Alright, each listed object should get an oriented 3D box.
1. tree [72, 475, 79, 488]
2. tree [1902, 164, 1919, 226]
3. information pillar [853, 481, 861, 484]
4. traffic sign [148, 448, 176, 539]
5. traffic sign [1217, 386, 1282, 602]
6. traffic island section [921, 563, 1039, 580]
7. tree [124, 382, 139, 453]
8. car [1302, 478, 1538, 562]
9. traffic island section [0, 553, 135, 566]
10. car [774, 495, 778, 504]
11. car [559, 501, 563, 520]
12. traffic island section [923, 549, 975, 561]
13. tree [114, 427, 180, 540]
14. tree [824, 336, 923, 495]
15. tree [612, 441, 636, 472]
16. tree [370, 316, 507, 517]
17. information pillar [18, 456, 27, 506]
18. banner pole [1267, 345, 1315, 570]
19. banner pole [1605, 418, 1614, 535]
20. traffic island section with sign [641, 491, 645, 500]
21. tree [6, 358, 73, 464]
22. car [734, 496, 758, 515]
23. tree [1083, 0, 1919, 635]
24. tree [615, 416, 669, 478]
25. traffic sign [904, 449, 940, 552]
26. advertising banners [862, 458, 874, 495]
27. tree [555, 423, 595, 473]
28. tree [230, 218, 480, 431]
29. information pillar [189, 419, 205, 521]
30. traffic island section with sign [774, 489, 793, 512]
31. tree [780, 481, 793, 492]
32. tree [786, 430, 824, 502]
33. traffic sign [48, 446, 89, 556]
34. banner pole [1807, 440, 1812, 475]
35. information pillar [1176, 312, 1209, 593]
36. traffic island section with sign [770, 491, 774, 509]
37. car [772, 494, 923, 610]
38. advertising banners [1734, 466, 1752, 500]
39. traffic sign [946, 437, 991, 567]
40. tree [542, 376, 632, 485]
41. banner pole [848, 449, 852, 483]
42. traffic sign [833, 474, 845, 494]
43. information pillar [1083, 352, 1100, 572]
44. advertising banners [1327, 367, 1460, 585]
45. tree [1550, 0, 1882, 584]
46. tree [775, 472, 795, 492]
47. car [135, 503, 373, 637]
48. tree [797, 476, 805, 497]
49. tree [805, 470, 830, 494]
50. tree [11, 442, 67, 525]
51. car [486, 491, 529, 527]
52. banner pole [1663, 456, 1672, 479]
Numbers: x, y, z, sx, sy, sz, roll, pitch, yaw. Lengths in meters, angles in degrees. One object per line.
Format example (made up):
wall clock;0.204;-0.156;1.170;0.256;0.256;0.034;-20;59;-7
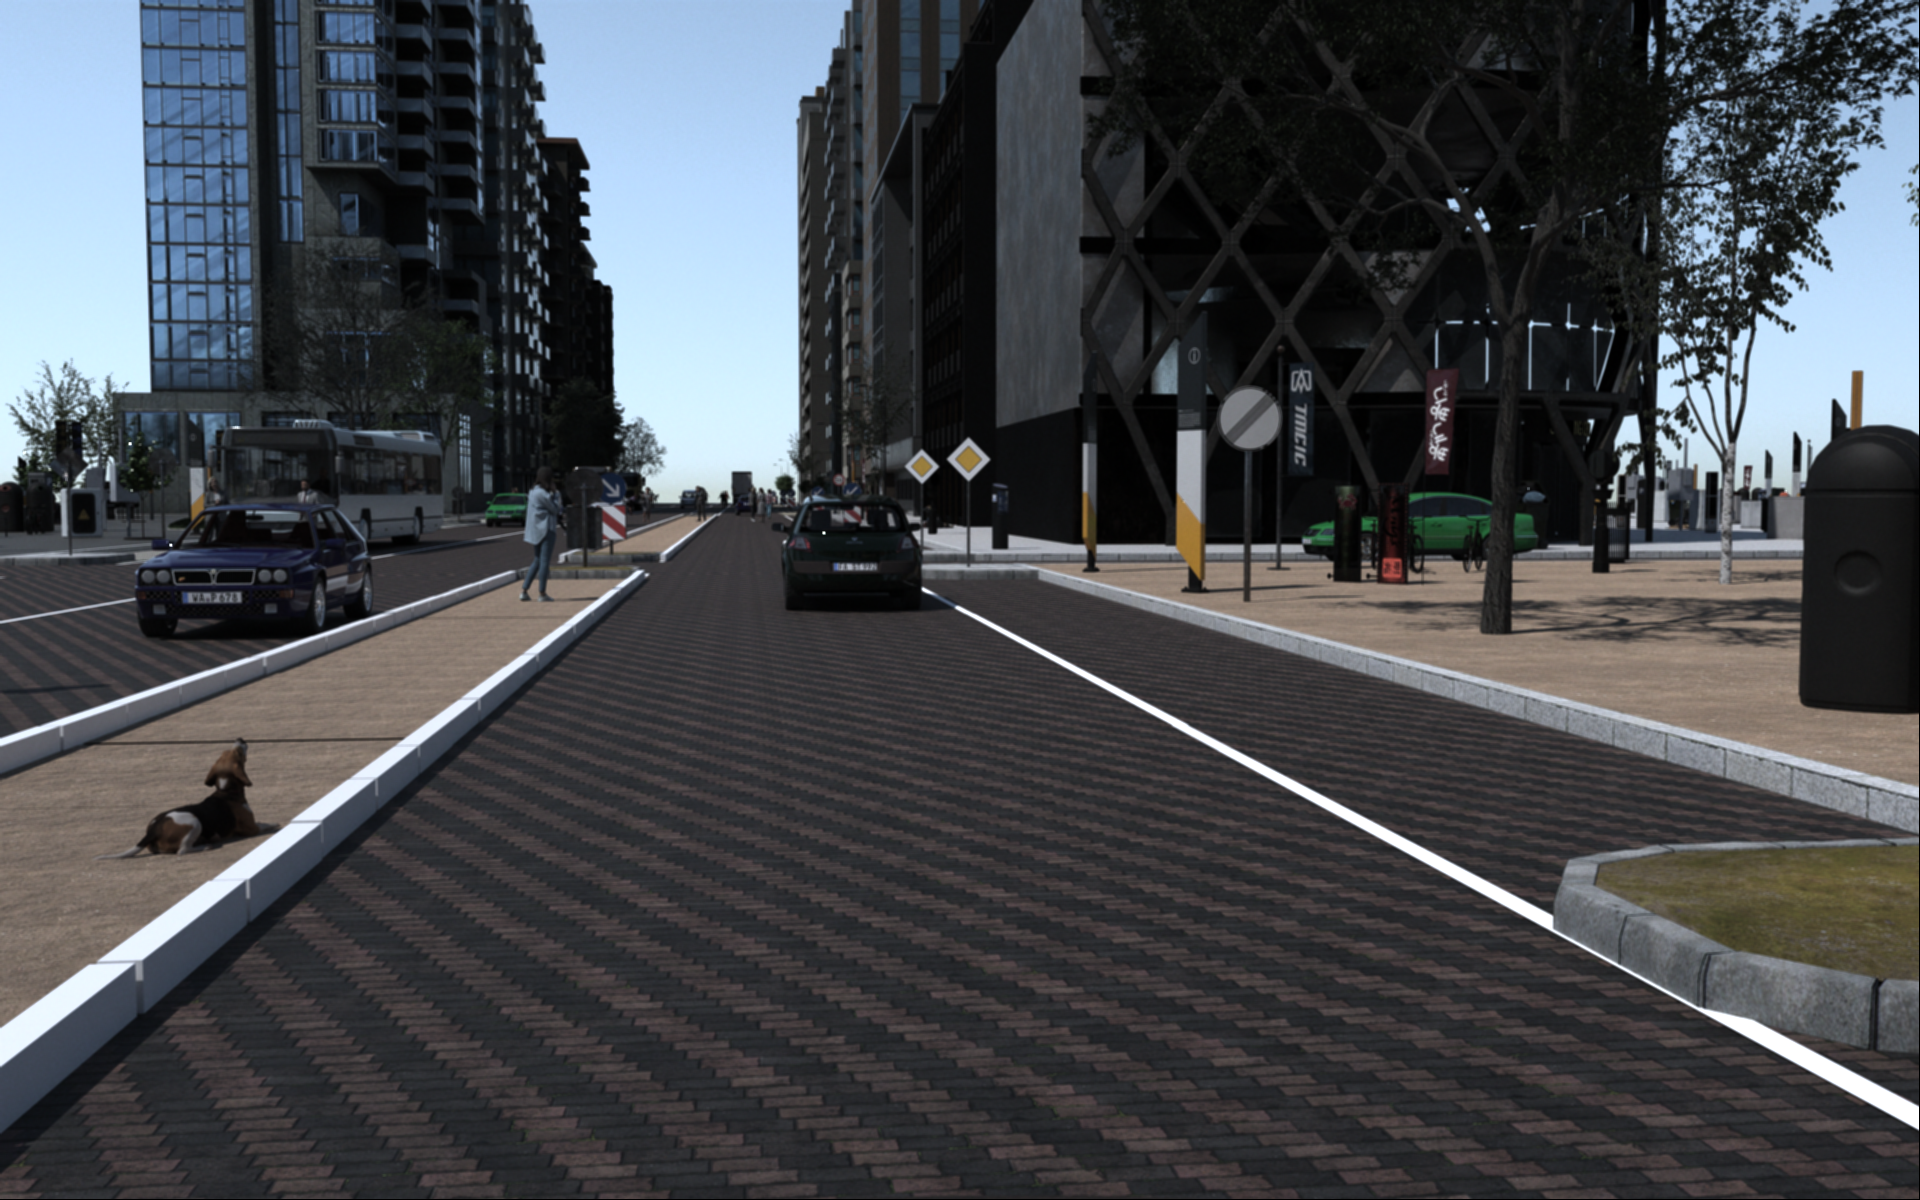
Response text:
tree;-37.817;-4.794;72.987;1.663;3.219;1.824;0;3;0
tree;15.548;-4.478;23.576;4.737;8.622;4.395;0;3;0
information pillar;-5.936;-5.828;99.786;0.304;2.012;0.304;2;4;30
traffic sign;-21.929;-2.907;47.631;0.768;2.556;0.104;0;4;0
traffic sign;3.416;-1.250;20.537;0.768;2.556;0.104;0;4;-3
traffic island section;0.169;-0.497;30.413;2.009;0.180;2.903;0;4;-7
tree;-51.914;-9.441;104.730;4.737;8.622;4.395;0;3;0
car;9.380;-1.634;35.513;4.718;1.807;1.959;0;4;-7
traffic island section;-18.575;-0.847;36.133;2.009;0.180;2.903;0;4;-7
car;-25.870;-13.949;237.652;1.945;1.707;3.694;0;4;-8
car;-23.017;-5.292;96.122;1.945;1.707;3.694;-1;4;-8
traffic island section;-0.820;-0.982;38.337;2.009;0.180;2.903;0;4;-7
tree;-23.128;-3.312;48.759;1.663;3.219;1.824;0;3;0
tree;-3.858;-7.909;79.667;4.360;8.622;3.978;0;3;0
tree;-43.673;-16.567;221.227;4.737;8.622;4.395;0;3;0
tree;-29.436;-10.518;97.727;9.928;11.665;9.643;0;3;0
information pillar;-57.465;-7.025;106.212;0.504;3.616;0.183;-3;5;-43
banner pole;5.583;-2.392;29.120;0.863;3.779;0.401;3;4;38
banner pole;20.455;-3.948;54.570;0.401;3.779;0.863;0;4;2
traffic island section with sign;-44.500;-14.372;243.604;1.989;1.847;2.006;0;4;-7
tree;-48.262;-8.702;92.644;4.737;8.622;4.395;0;3;0
car;-14.323;-6.404;117.280;1.945;1.354;3.894;-1;4;-9
tree;4.759;-4.948;15.310;8.767;10.594;7.601;2;4;25
tree;-50.177;-21.890;268.273;12.009;13.543;11.850;0;3;0
traffic sign;-0.843;-2.117;38.257;0.795;2.450;0.064;0;4;-7
advertising banners;-4.450;-5.334;83.404;0.090;3.025;2.074;-1;4;-16
tree;-38.955;-13.810;176.147;4.360;8.622;3.978;0;3;0
tree;-26.857;-10.212;77.341;12.009;13.543;11.850;0;3;0
information pillar;-23.961;-3.856;54.406;0.504;3.616;0.183;1;4;14
traffic island section with sign;-13.450;-7.837;136.766;1.989;1.847;2.006;0;4;-7
tree;-25.385;-15.712;251.489;1.663;3.219;1.824;0;3;0
tree;-17.679;-15.005;195.691;4.360;8.622;3.978;0;3;0
traffic sign;-18.553;-1.984;36.074;0.795;2.450;0.064;0;4;-7
banner pole;39.171;-5.497;79.890;0.401;3.779;0.863;3;4;39
information pillar;3.019;-1.906;22.525;0.183;3.616;0.504;-2;4;-35
traffic island section with sign;-16.889;-9.523;164.332;1.989;1.847;2.006;0;4;-7
car;-1.475;-0.799;22.844;2.009;1.686;4.222;0;4;-6
advertising banners;47.991;-6.787;107.161;0.090;3.025;2.074;-3;4;-37
traffic sign;0.147;-1.632;30.333;0.795;2.450;0.064;0;4;-7
tree;-39.838;-17.017;184.877;9.857;13.997;8.962;0;3;0
banner pole;-6.185;-6.541;96.959;0.401;3.779;0.863;1;4;11
traffic sign;-7.587;-6.632;108.547;0.768;2.556;0.104;0;4;-6
information pillar;2.131;-2.264;28.377;0.183;3.616;0.504;1;4;23
advertising banners;6.142;-1.739;24.618;0.090;3.025;2.074;-3;5;-44
tree;10.855;-4.546;24.687;4.360;8.622;3.978;0;3;0
tree;-26.458;-17.038;262.286;4.285;4.588;4.351;0;3;0
car;-7.541;-0.376;18.730;1.945;1.354;3.894;0;4;-8
tree;-16.350;-11.547;183.387;1.663;3.219;1.824;0;3;0
tree;-11.145;-8.819;138.791;1.663;3.219;1.824;0;3;0
tree;-34.578;-4.289;64.722;1.663;3.219;1.824;0;3;0
car;-19.847;-4.147;76.604;1.959;1.807;4.718;0;4;-7
banner pole;46.486;-7.580;113.956;0.863;3.779;0.401;-1;4;-20
